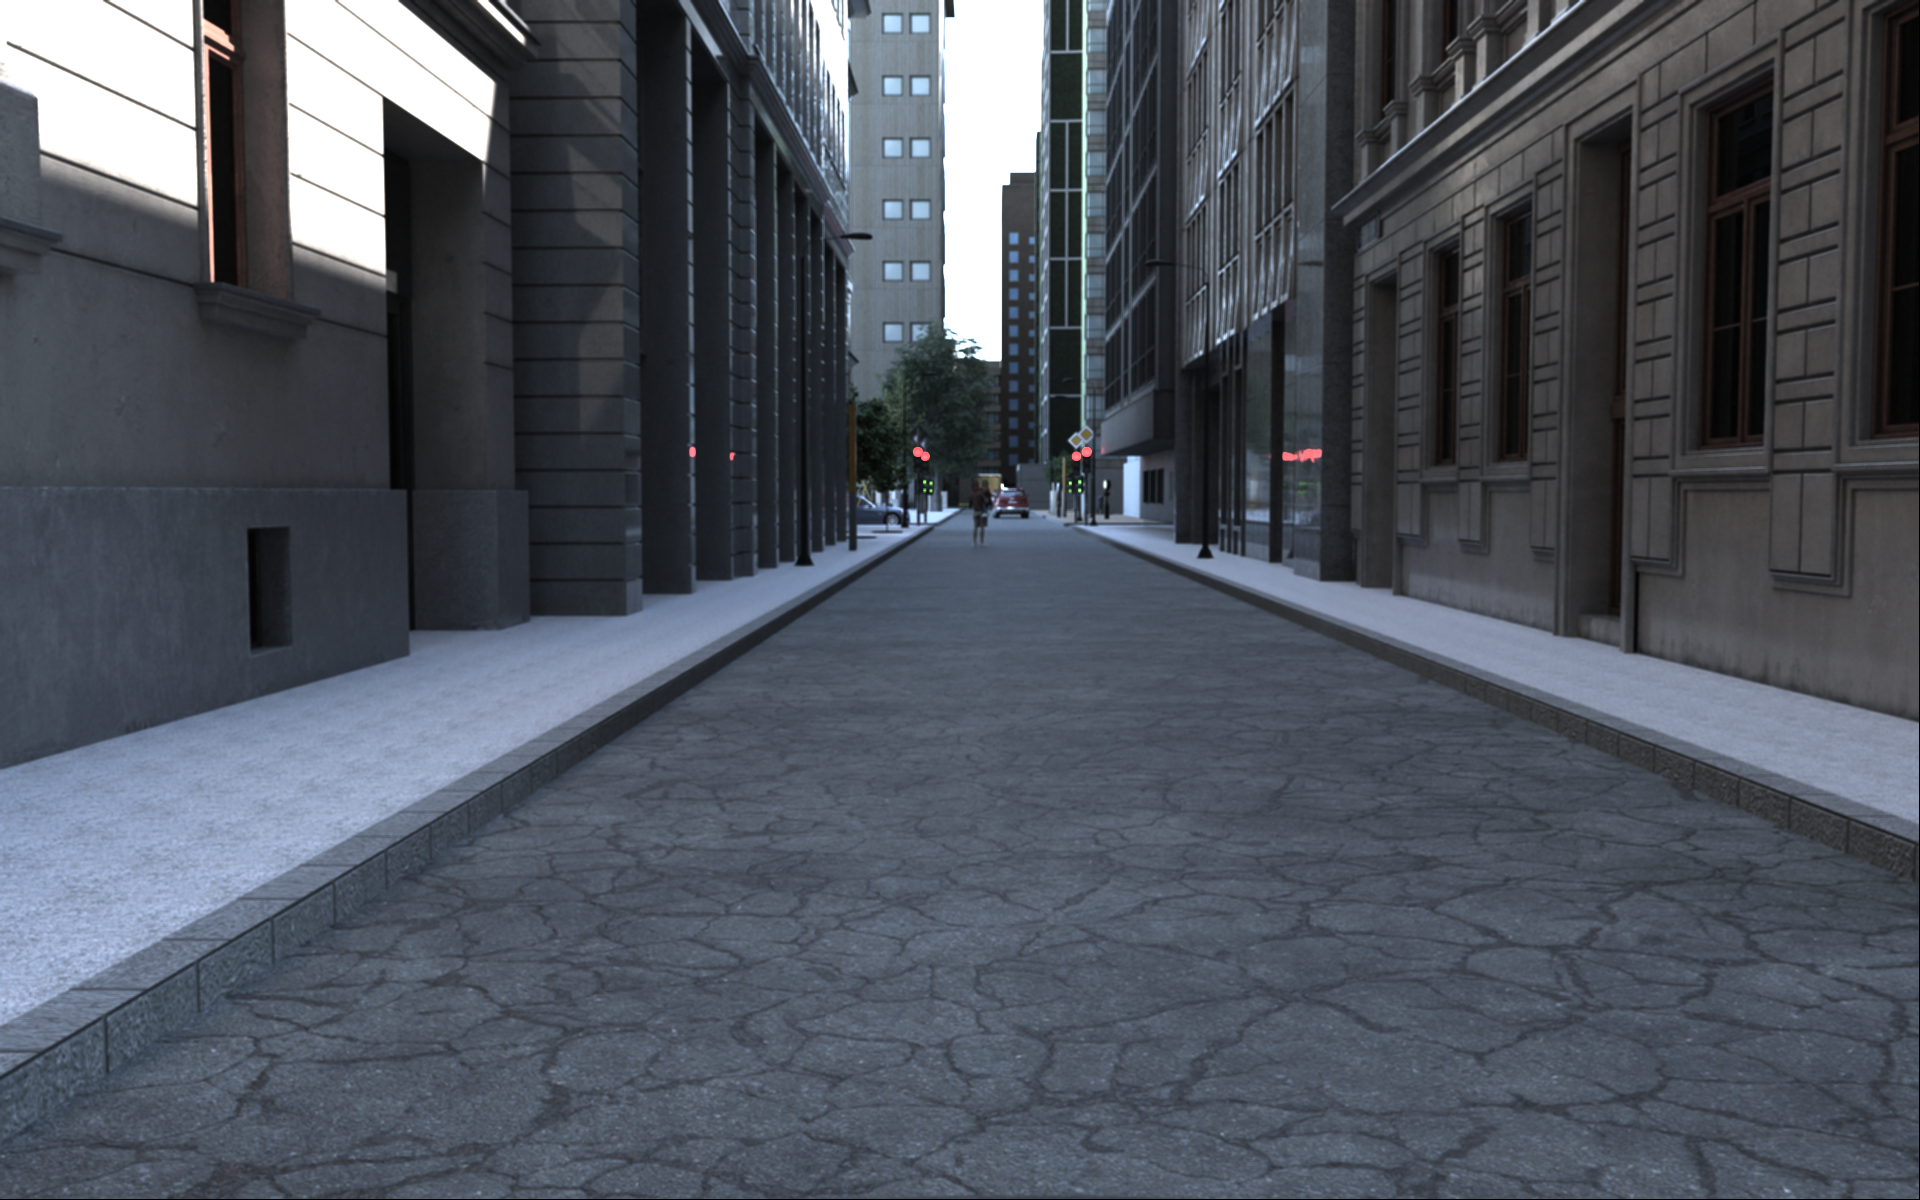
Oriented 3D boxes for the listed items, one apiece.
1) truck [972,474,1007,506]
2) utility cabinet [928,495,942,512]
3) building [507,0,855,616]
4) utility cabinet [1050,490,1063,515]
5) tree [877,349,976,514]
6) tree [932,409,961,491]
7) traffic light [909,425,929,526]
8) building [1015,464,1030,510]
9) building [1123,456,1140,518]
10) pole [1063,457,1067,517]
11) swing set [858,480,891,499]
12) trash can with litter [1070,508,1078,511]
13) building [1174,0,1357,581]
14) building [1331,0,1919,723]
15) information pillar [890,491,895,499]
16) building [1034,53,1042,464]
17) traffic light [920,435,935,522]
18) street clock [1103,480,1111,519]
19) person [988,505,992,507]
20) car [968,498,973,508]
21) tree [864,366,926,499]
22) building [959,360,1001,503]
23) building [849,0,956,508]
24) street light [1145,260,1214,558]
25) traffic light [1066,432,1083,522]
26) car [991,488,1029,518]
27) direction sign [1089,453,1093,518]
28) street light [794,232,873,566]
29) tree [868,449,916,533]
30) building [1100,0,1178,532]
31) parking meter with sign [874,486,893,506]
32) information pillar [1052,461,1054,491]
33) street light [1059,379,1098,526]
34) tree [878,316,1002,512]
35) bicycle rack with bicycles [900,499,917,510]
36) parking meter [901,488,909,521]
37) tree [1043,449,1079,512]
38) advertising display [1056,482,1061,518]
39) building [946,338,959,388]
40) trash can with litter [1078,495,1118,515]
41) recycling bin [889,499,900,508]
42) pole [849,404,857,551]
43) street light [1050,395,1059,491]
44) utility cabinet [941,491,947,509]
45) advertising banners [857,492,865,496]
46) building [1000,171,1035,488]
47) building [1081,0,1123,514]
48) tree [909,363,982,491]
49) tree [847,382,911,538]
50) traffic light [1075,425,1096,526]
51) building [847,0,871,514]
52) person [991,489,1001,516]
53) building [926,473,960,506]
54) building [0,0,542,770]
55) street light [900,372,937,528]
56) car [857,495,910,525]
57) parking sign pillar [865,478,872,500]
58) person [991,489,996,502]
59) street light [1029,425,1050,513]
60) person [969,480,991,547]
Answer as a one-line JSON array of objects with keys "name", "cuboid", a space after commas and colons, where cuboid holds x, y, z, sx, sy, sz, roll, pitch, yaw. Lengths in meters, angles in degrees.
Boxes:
[{"name": "truck", "cuboid": [2.759, -10.553, 168.469, 3.469, 3.379, 9.791, 0, 4, 2]}, {"name": "utility cabinet", "cuboid": [-1.806, -7.070, 126.748, 1.020, 1.237, 0.306, -2, 4, -28]}, {"name": "building", "cuboid": [-8.658, -15.571, 32.082, 11.434, 29.767, 29.804, 0, 4, 1]}, {"name": "utility cabinet", "cuboid": [6.038, -5.998, 106.753, 0.318, 1.500, 1.173, 3, 5, 45]}, {"name": "tree", "cuboid": [-2.699, -10.885, 112.377, 8.767, 10.594, 7.601, 3, 4, 37]}, {"name": "tree", "cuboid": [-1.415, -11.300, 135.116, 4.360, 8.622, 3.978, 0, 3, 0]}, {"name": "traffic light", "cuboid": [-1.669, -4.973, 70.233, 0.839, 4.253, 0.868, 0, 4, 1]}, {"name": "building", "cuboid": [15.032, -43.012, 141.497, 20.563, 71.187, 20.611, 0, 4, 1]}, {"name": "building", "cuboid": [21.912, -30.570, 89.059, 27.495, 52.752, 28.713, 0, 4, 1]}, {"name": "pole", "cuboid": [5.800, -6.250, 96.025, 0.158, 3.312, 0.155, 0, 3, 0]}, {"name": "swing set", "cuboid": [-7.689, -9.398, 151.271, 2.862, 2.851, 3.119, 1, 4, 18]}, {"name": "trash can with litter", "cuboid": [9.379, -7.400, 132.041, 2.233, 1.210, 1.678, 2, 4, 27]}, {"name": "building", "cuboid": [11.443, -13.239, 34.483, 12.078, 24.808, 19.932, 0, 4, 1]}, {"name": "building", "cuboid": [10.417, -10.881, 14.060, 11.583, 22.565, 21.152, 0, 4, 1]}, {"name": "information pillar", "cuboid": [-4.134, -7.054, 106.692, 0.183, 3.616, 0.504, -2, 4, -35]}, {"name": "building", "cuboid": [14.463, -29.335, 163.217, 14.154, 41.232, 14.086, 0, 4, 1]}, {"name": "traffic light", "cuboid": [-1.546, -5.462, 78.217, 0.839, 4.253, 0.868, 0, 4, 1]}, {"name": "street clock", "cuboid": [7.565, -5.175, 89.181, 0.358, 2.002, 0.471, -1, 4, -19]}, {"name": "person", "cuboid": [3.181, -10.863, 185.978, 0.709, 1.838, 0.599, 0, 4, -4]}, {"name": "car", "cuboid": [1.841, -10.182, 178.275, 2.131, 1.459, 4.920, 0, 3, 0]}, {"name": "tree", "cuboid": [-3.982, -9.172, 100.332, 4.737, 8.622, 4.395, 0, 3, 0]}, {"name": "building", "cuboid": [-8.634, -24.827, 250.956, 28.899, 21.520, 27.650, 0, 4, 1]}, {"name": "building", "cuboid": [-14.975, -35.309, 166.533, 28.713, 52.752, 27.495, 0, 4, 1]}, {"name": "street light", "cuboid": [4.372, -3.791, 34.517, 1.470, 5.913, 1.316, 0, 4, 1]}, {"name": "traffic light", "cuboid": [5.215, -5.456, 78.129, 0.839, 4.253, 0.868, 0, 4, 1]}, {"name": "car", "cuboid": [3.038, -5.824, 103.891, 2.281, 1.827, 5.304, 0, 4, -1]}, {"name": "direction sign", "cuboid": [7.213, -6.289, 94.820, 0.379, 3.537, 0.876, 0, 4, -3]}, {"name": "street light", "cuboid": [-2.254, -3.569, 30.889, 1.470, 5.913, 1.316, 0, 4, 1]}, {"name": "tree", "cuboid": [-2.514, -3.839, 57.376, 1.663, 3.219, 1.824, 0, 3, 0]}, {"name": "building", "cuboid": [12.549, -16.126, 57.168, 14.314, 27.812, 24.014, 0, 4, 1]}, {"name": "parking meter with sign", "cuboid": [-3.602, -5.111, 79.831, 0.543, 3.016, 1.738, -2, 4, -27]}, {"name": "information pillar", "cuboid": [6.656, -8.095, 123.708, 0.183, 3.616, 0.504, 1, 4, 9]}, {"name": "street light", "cuboid": [4.859, -5.949, 69.800, 1.470, 5.913, 1.316, 0, 4, 1]}, {"name": "tree", "cuboid": [-1.548, -13.385, 125.500, 9.857, 13.997, 8.962, 0, 3, 0]}, {"name": "bicycle rack with bicycles", "cuboid": [-4.174, -7.583, 137.365, 2.925, 0.926, 2.852, 1, 4, 9]}, {"name": "parking meter", "cuboid": [-2.688, -4.792, 84.067, 0.255, 1.863, 0.399, -2, 4, -30]}, {"name": "tree", "cuboid": [7.739, -8.763, 126.991, 4.285, 4.588, 4.351, 0, 3, 0]}, {"name": "advertising display", "cuboid": [5.420, -5.487, 94.924, 0.123, 1.923, 0.974, 0, 4, -5]}, {"name": "building", "cuboid": [-15.118, -22.688, 215.993, 28.899, 21.520, 27.650, 0, 4, 1]}, {"name": "trash can with litter", "cuboid": [8.845, -5.886, 107.289, 1.678, 1.210, 2.233, -2, 4, -35]}, {"name": "recycling bin", "cuboid": [-3.546, -4.782, 90.747, 0.722, 1.027, 0.722, 0, 4, 6]}, {"name": "pole", "cuboid": [-2.432, -2.780, 39.295, 0.158, 3.312, 0.155, 0, 3, 0]}, {"name": "street light", "cuboid": [5.096, -6.659, 81.423, 1.470, 5.913, 1.316, 0, 4, 1]}, {"name": "utility cabinet", "cuboid": [-1.655, -8.368, 145.501, 1.173, 1.500, 0.318, 0, 4, 4]}, {"name": "advertising banners", "cuboid": [-8.503, -9.152, 145.815, 2.074, 3.025, 0.090, 3, 5, 40]}, {"name": "building", "cuboid": [12.808, -36.270, 243.122, 14.200, 45.320, 14.600, 0, 4, 1]}, {"name": "building", "cuboid": [15.013, -26.367, 114.701, 14.154, 41.232, 14.086, 0, 4, 1]}, {"name": "tree", "cuboid": [-1.213, -14.070, 148.172, 7.486, 12.596, 7.792, 0, 3, 0]}, {"name": "tree", "cuboid": [-3.106, -4.083, 50.476, 4.285, 4.588, 4.351, 0, 3, 0]}, {"name": "traffic light", "cuboid": [5.091, -4.968, 70.145, 0.839, 4.253, 0.868, 0, 4, 1]}, {"name": "building", "cuboid": [-18.746, -14.032, 62.704, 30.059, 22.955, 16.112, 0, 4, 1]}, {"name": "person", "cuboid": [2.375, -6.311, 112.437, 0.760, 1.731, 0.466, -3, 5, -41]}, {"name": "building", "cuboid": [-10.389, -46.003, 190.403, 20.563, 71.187, 20.611, 0, 4, 1]}, {"name": "building", "cuboid": [-10.701, -13.341, 5.518, 14.401, 28.519, 23.554, 0, 4, 1]}, {"name": "street light", "cuboid": [-1.572, -5.726, 66.169, 1.470, 5.913, 1.316, 0, 4, 1]}, {"name": "car", "cuboid": [-4.382, -3.836, 74.724, 4.499, 1.417, 2.014, 0, 3, 0]}, {"name": "parking sign pillar", "cuboid": [-7.321, -9.183, 138.612, 1.447, 3.967, 1.447, 0, 4, 2]}, {"name": "person", "cuboid": [3.063, -8.861, 153.259, 0.514, 1.842, 0.818, -1, 4, -16]}, {"name": "street light", "cuboid": [5.631, -8.849, 117.219, 1.470, 5.913, 1.316, 0, 4, 1]}, {"name": "person", "cuboid": [0.572, -2.381, 47.407, 0.580, 1.828, 0.573, -1, 4, -11]}]
